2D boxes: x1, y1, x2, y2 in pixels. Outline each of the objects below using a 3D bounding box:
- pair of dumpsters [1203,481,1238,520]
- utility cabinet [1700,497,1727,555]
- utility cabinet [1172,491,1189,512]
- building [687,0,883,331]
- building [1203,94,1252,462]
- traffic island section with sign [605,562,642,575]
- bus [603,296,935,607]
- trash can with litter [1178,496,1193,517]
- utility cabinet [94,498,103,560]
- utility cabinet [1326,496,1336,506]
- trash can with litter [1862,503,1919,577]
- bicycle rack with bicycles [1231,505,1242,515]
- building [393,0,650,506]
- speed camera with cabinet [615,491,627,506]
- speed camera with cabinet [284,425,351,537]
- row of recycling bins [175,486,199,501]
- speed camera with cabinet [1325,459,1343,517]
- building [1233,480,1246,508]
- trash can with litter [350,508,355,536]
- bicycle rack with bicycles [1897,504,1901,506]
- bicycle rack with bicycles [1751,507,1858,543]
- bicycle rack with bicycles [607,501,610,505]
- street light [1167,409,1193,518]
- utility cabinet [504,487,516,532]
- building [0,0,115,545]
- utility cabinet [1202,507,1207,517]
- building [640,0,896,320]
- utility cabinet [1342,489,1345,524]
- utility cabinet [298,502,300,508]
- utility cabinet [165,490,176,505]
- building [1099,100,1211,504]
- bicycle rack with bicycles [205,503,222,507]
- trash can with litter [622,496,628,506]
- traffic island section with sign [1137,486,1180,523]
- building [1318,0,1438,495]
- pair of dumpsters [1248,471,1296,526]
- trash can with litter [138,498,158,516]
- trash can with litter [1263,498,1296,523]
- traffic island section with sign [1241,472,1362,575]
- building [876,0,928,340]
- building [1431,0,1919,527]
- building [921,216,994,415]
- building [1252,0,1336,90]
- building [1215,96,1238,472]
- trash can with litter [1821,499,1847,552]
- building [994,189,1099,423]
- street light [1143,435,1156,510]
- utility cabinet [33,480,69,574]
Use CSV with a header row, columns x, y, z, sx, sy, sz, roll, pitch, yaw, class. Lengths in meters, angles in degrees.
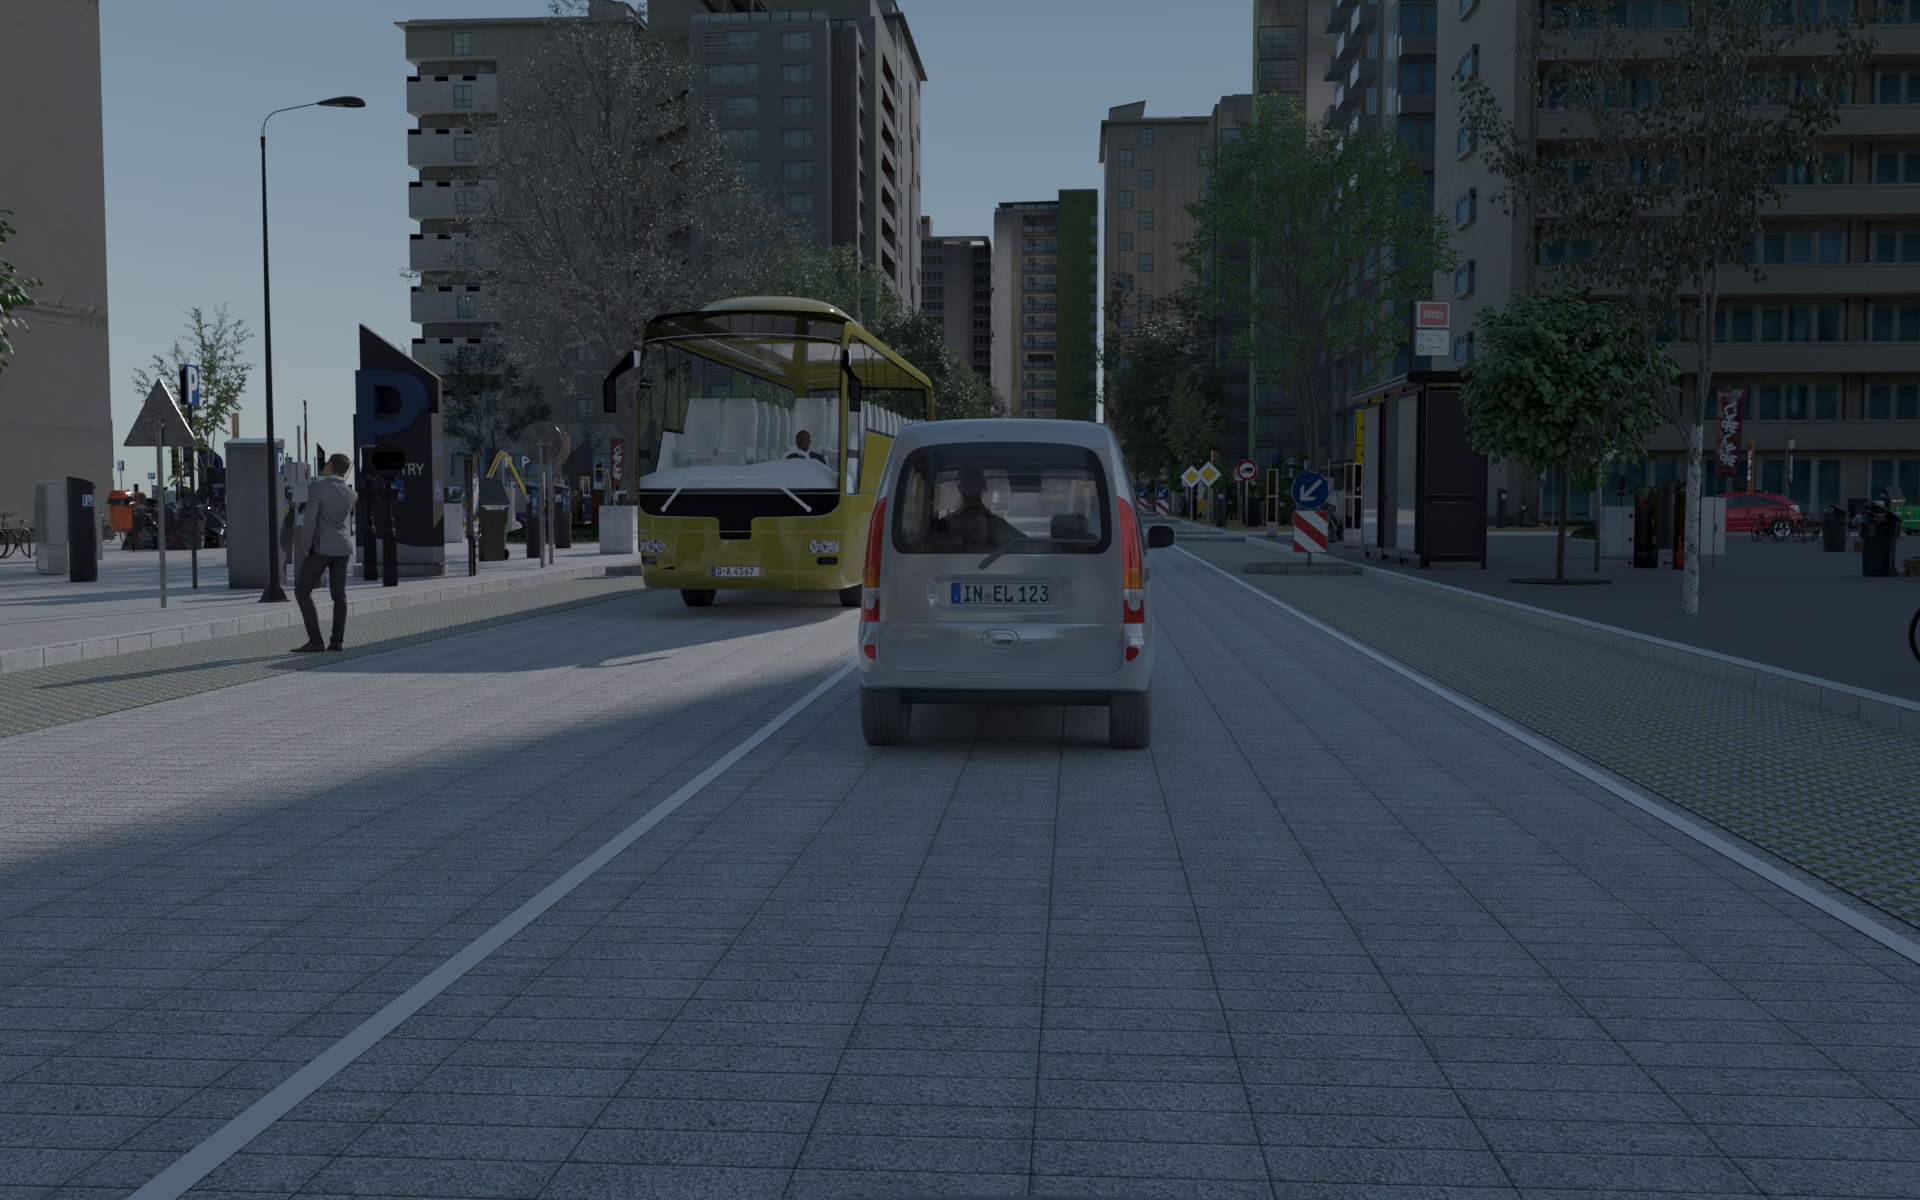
x,y,z,sx,sy,sz,roll,pitch,yaw,class
13.246,-5.202,87.545,1.574,2.255,4.437,0,4,4,pair of dumpsters
15.848,-1.572,36.858,1.020,1.237,0.306,-2,4,-29,utility cabinet
15.162,-6.763,119.259,1.173,1.500,0.318,-1,4,-23,utility cabinet
-14.168,-28.188,144.470,14.154,41.232,14.086,0,4,4,building
34.899,-33.311,194.744,14.600,45.320,14.200,0,4,4,building
-5.164,-1.380,31.187,1.989,1.847,2.006,0,4,4,traffic island section with sign
-2.123,-2.065,25.305,2.896,3.916,12.252,0,4,4,bus
12.808,-5.269,97.535,1.055,1.170,0.624,2,4,28,trash can with litter
-16.973,-1.394,33.956,0.306,1.237,1.020,-2,4,-27,utility cabinet
14.478,-3.543,69.095,1.020,1.237,0.306,-1,4,-23,utility cabinet
14.556,-0.957,27.030,1.055,1.170,0.624,0,4,-2,trash can with litter
16.951,-5.833,108.748,2.925,0.926,2.852,0,4,-7,bicycle rack with bicycles
-45.850,-36.951,193.391,27.495,52.752,28.713,0,4,4,building
-16.234,-5.645,86.636,2.038,3.252,0.660,-1,4,-10,speed camera with cabinet
-18.836,-3.440,50.587,0.660,3.252,2.038,2,4,30,speed camera with cabinet
-38.009,-4.953,88.093,3.534,1.692,1.069,-1,4,-14,row of recycling bins
21.197,-6.344,98.066,2.038,3.252,0.660,-3,4,-37,speed camera with cabinet
42.168,-28.705,161.204,32.217,40.220,23.993,0,4,4,building
-18.592,-2.536,52.849,0.624,1.170,1.055,3,5,44,trash can with litter
57.875,-5.544,104.019,2.925,0.926,2.852,-2,4,-31,bicycle rack with bicycles
22.406,-2.005,46.162,2.925,0.926,2.852,-1,4,-12,bicycle rack with bicycles
-26.663,-7.395,134.284,2.925,0.926,2.852,3,4,36,bicycle rack with bicycles
11.963,-7.443,94.240,1.470,5.913,1.316,0,4,4,street light
-14.672,-2.819,54.772,1.173,1.500,0.318,1,4,9,utility cabinet
-34.994,-25.302,37.387,21.600,48.544,21.300,0,4,4,building
13.806,-5.269,94.820,1.173,1.500,0.318,-1,4,-9,utility cabinet
-17.663,-32.944,162.337,21.300,48.544,21.600,0,4,4,building
16.376,-3.935,73.017,0.318,1.500,1.173,2,4,24,utility cabinet
-48.946,-7.131,127.760,0.306,1.237,1.020,-3,4,-37,utility cabinet
-44.384,-5.421,97.311,0.318,1.500,1.173,-3,4,-37,utility cabinet
33.048,-39.798,239.938,27.495,52.752,28.713,0,4,4,building
-30.842,-3.721,74.228,2.925,0.926,2.852,1,4,12,bicycle rack with bicycles
-15.522,-4.200,79.733,2.233,1.210,1.678,2,4,30,trash can with litter
9.881,-4.720,85.802,1.989,1.847,2.006,0,4,4,traffic island section with sign
37.134,-30.509,118.436,23.786,49.044,30.456,0,4,4,building
12.850,-4.217,71.443,1.574,2.255,4.437,0,4,4,pair of dumpsters
-25.618,-2.663,54.932,0.624,1.170,1.055,-1,4,-10,trash can with litter
14.376,-4.058,77.408,2.233,1.210,1.678,1,4,19,trash can with litter
6.137,-1.391,31.371,1.989,1.847,2.006,0,4,4,traffic island section with sign
-18.427,-36.830,191.409,27.495,52.752,28.713,0,4,4,building
32.621,-27.685,76.348,21.600,48.544,21.300,0,4,4,building
-6.935,-33.810,244.670,23.993,40.220,32.217,0,4,4,building
30.869,-28.083,142.745,14.154,41.232,14.086,0,4,4,building
33.643,-30.410,180.805,14.154,41.232,14.086,0,4,4,building
19.675,-1.653,38.414,1.055,1.170,0.624,2,4,29,trash can with litter
11.641,-33.706,234.682,14.086,41.232,14.154,0,4,4,building
14.699,-9.990,135.879,1.470,5.913,1.316,0,4,4,street light
-14.577,-1.166,27.739,0.318,1.500,1.173,-3,4,-36,utility cabinet
